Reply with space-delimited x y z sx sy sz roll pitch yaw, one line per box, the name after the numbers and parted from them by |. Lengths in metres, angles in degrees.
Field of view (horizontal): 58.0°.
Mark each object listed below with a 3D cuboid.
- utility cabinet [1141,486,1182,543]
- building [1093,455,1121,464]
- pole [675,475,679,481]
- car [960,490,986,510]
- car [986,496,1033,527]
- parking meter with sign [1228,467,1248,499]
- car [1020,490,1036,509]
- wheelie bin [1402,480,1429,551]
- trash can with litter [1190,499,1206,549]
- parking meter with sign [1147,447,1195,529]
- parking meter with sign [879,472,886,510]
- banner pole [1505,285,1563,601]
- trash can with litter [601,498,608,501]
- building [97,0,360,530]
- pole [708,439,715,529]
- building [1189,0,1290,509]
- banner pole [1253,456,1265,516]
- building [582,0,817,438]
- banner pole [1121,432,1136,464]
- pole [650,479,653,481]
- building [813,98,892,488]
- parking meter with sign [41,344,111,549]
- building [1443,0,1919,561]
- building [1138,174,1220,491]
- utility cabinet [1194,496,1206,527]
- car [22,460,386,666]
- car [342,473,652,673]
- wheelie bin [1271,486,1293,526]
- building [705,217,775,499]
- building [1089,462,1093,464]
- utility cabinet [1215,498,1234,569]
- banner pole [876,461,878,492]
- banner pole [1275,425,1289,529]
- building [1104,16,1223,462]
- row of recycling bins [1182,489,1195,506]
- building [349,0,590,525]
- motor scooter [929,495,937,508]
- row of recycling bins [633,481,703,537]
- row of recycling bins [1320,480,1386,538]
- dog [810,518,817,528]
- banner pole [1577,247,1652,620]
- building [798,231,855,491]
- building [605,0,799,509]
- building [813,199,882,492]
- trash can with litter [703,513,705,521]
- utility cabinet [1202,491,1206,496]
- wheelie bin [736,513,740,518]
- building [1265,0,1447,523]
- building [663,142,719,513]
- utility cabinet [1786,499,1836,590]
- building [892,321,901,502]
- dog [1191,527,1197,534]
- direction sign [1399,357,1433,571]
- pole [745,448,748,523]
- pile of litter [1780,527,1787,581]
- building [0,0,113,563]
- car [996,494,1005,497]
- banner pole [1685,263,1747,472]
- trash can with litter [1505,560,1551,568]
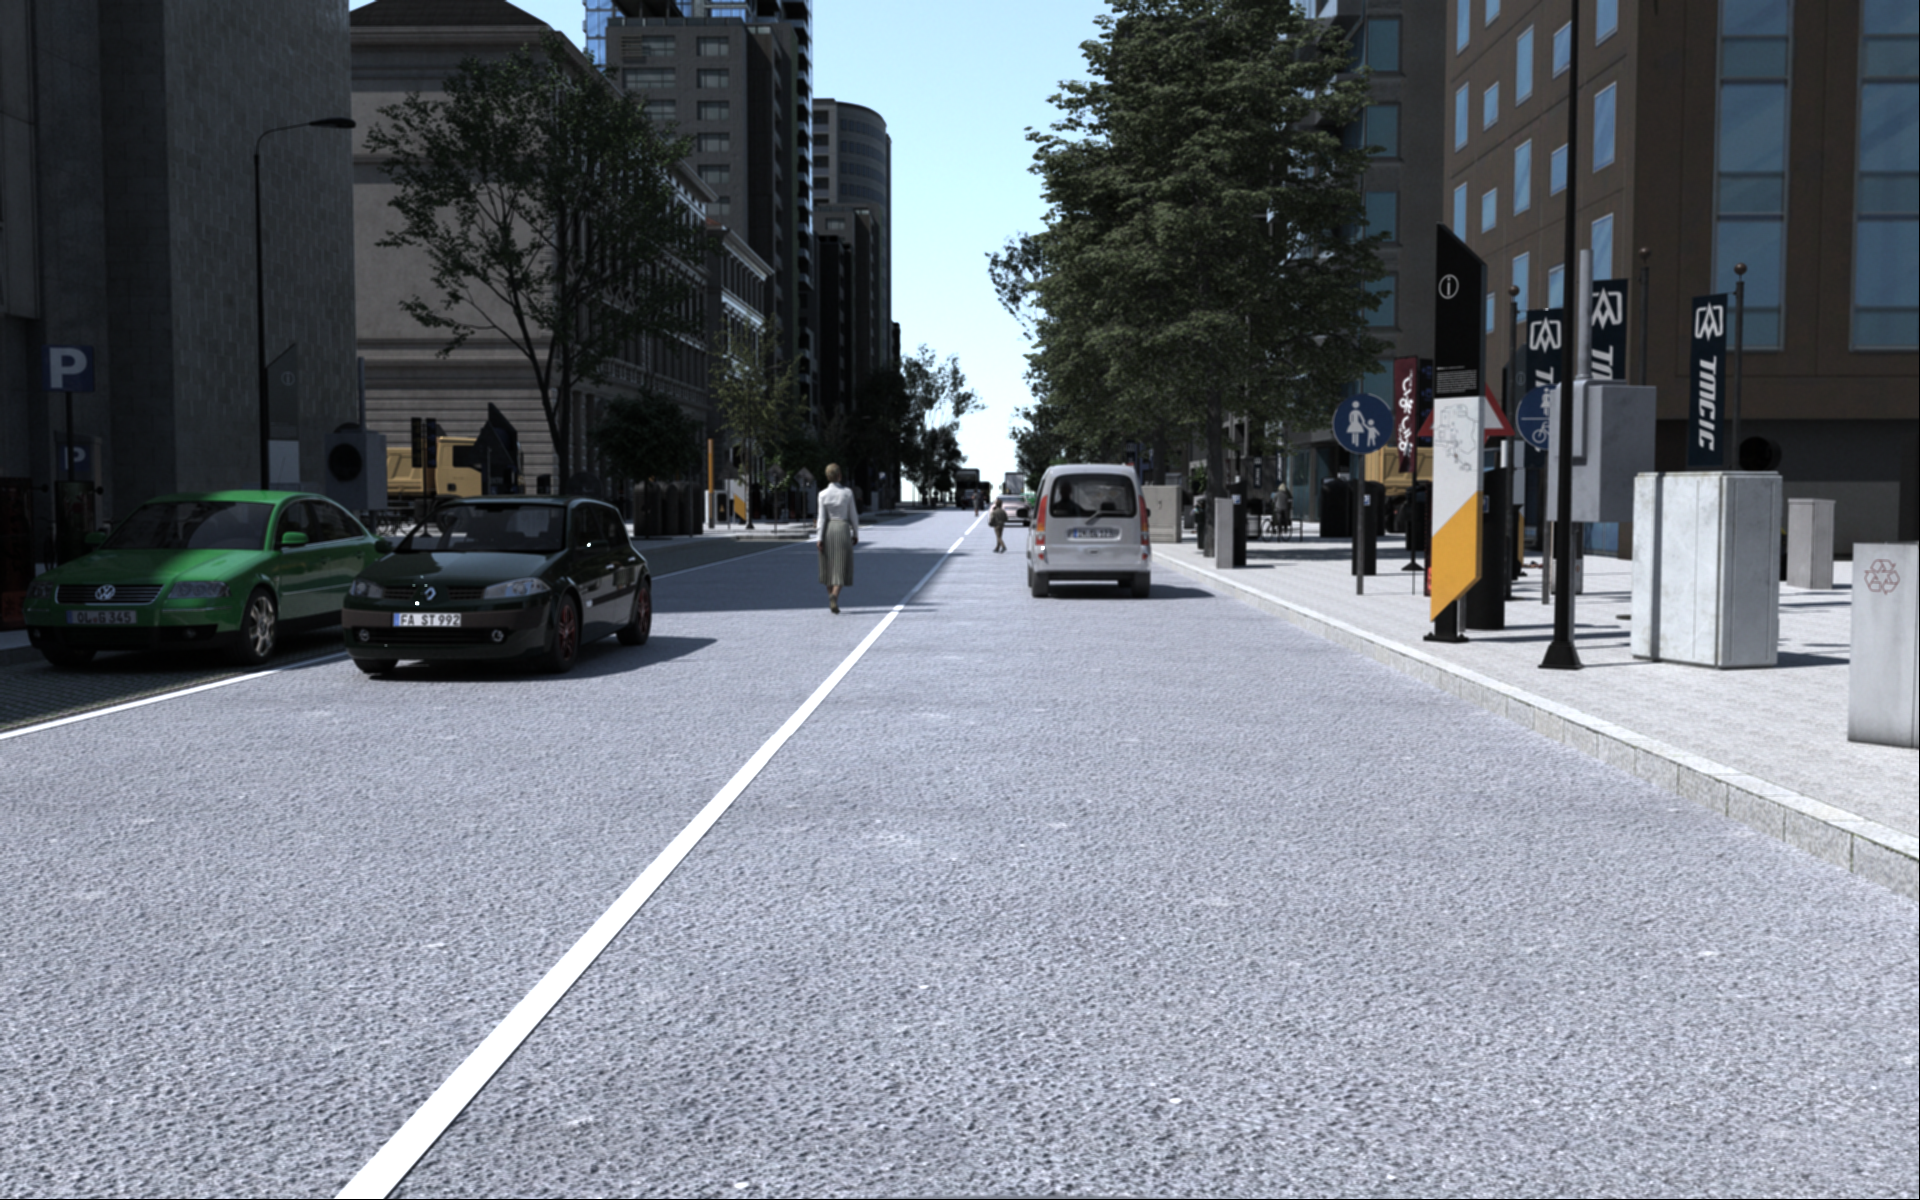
5.222 -2.247 45.413 1.173 1.500 0.318 3 4 36 | utility cabinet
25.741 -34.282 244.104 14.154 41.232 14.086 0 4 1 | building
-14.645 -5.862 89.692 0.158 3.312 0.155 0 3 0 | pole
1.184 -9.158 158.401 2.281 1.827 5.304 0 3 0 | car
2.226 -3.973 77.313 2.083 1.381 4.827 0 4 0 | car
17.435 -6.983 110.425 1.738 3.016 0.543 1 4 10 | parking meter with sign
5.584 -8.201 142.883 1.959 1.807 4.718 0 4 3 | car
10.450 -1.914 39.207 0.693 1.594 0.980 -1 4 -18 | wheelie bin
5.930 -1.765 40.242 1.055 1.170 0.624 -2 4 -24 | trash can with litter
7.744 -4.105 63.383 1.738 3.016 0.543 1 4 22 | parking meter with sign
-6.276 -8.657 137.807 0.543 3.016 1.738 0 4 3 | parking meter with sign
6.835 -1.880 20.760 0.863 3.779 0.401 3 4 36 | banner pole
-9.342 -1.984 43.825 1.055 1.170 0.624 1 4 20 | trash can with litter
-24.830 -11.421 41.487 16.860 20.320 10.420 0 4 1 | building
-9.219 -4.303 64.194 0.158 3.312 0.155 0 3 0 | pole
27.515 -41.700 120.049 20.563 71.187 20.611 0 4 1 | building
17.285 -6.705 99.650 0.863 3.779 0.401 0 4 5 | banner pole
-24.771 -52.293 167.659 22.319 86.520 31.000 0 4 1 | building
6.790 -4.910 70.296 0.863 3.779 0.401 -2 4 -26 | banner pole
-11.700 -4.400 65.784 0.158 3.312 0.155 0 3 0 | pole
-21.567 -43.817 258.413 21.231 58.520 28.212 0 4 1 | building
-10.698 -1.519 21.093 0.543 3.016 1.738 -1 4 -19 | parking meter with sign
19.685 -23.746 38.365 14.600 45.320 14.200 0 4 1 | building
23.316 -23.529 156.402 14.160 30.474 14.107 0 4 1 | building
9.509 -3.490 68.231 0.306 1.237 1.020 -1 4 -14 | utility cabinet
-6.666 -0.427 15.782 1.959 1.807 4.718 0 4 0 | car
-3.919 -0.328 15.148 2.009 1.686 4.222 0 4 3 | car
12.941 -3.787 69.830 0.980 1.594 0.693 -3 5 -41 | wheelie bin
-20.126 -17.447 121.420 11.583 22.565 21.152 0 4 1 | building
26.314 -29.806 259.034 14.160 30.474 14.107 0 4 1 | building
4.604 -1.161 30.142 0.306 1.237 1.020 0 4 6 | utility cabinet
-6.327 -8.690 132.096 0.401 3.779 0.863 0 4 -2 | banner pole
11.730 -4.469 63.084 0.401 3.779 0.863 -2 4 -23 | banner pole
30.902 -36.777 190.535 28.713 52.752 27.495 0 4 1 | building
15.353 -7.165 124.255 3.534 1.692 1.069 -1 4 -15 | row of recycling bins
-21.491 -15.420 81.002 11.050 23.489 19.941 0 4 1 | building
-2.718 -9.962 175.650 0.815 1.314 1.986 0 4 3 | motor scooter
-9.014 -2.862 53.908 1.069 1.692 3.534 1 4 19 | row of recycling bins
11.952 -2.771 52.425 1.069 1.692 3.534 3 4 37 | row of recycling bins
-5.946 -3.210 72.671 0.550 0.427 0.748 -3 4 -38 | dog
6.748 -1.699 17.788 0.863 3.779 0.401 2 4 30 | banner pole
-19.196 -25.691 191.751 14.160 30.474 14.107 0 4 1 | building
-21.339 -28.284 146.043 14.154 41.232 14.086 0 4 1 | building
-18.101 -33.835 236.793 14.154 41.232 14.086 0 4 1 | building
-11.783 -4.269 81.182 1.055 1.170 0.624 3 5 42 | trash can with litter
16.555 -6.623 116.967 0.318 1.500 1.173 0 4 -3 | utility cabinet
-11.659 -5.145 92.029 0.980 1.594 0.693 0 4 -2 | wheelie bin
29.671 -28.169 80.170 30.456 49.044 23.786 0 4 1 | building
-21.115 -16.638 100.903 11.050 23.489 19.941 0 4 1 | building
11.655 -0.768 23.725 0.306 1.237 1.020 1 4 8 | utility cabinet
-16.986 -31.127 280.620 14.160 30.474 14.107 0 4 1 | building
8.147 -2.450 60.252 0.748 0.427 0.550 -1 4 -10 | dog
7.597 -2.259 28.938 0.876 3.537 0.379 -3 4 -38 | direction sign
-9.591 -5.109 77.379 0.158 3.312 0.155 0 3 0 | pole
11.903 -0.726 25.829 1.719 0.858 1.176 0 4 6 | pile of litter
-22.959 -12.579 23.694 12.078 24.808 19.932 0 4 1 | building
6.637 -15.626 267.288 2.131 1.459 4.920 0 4 3 | car
8.353 -1.777 19.078 0.401 3.779 0.863 -2 4 -26 | banner pole
9.779 -1.168 30.153 2.233 1.210 1.678 0 4 -5 | trash can with litter
